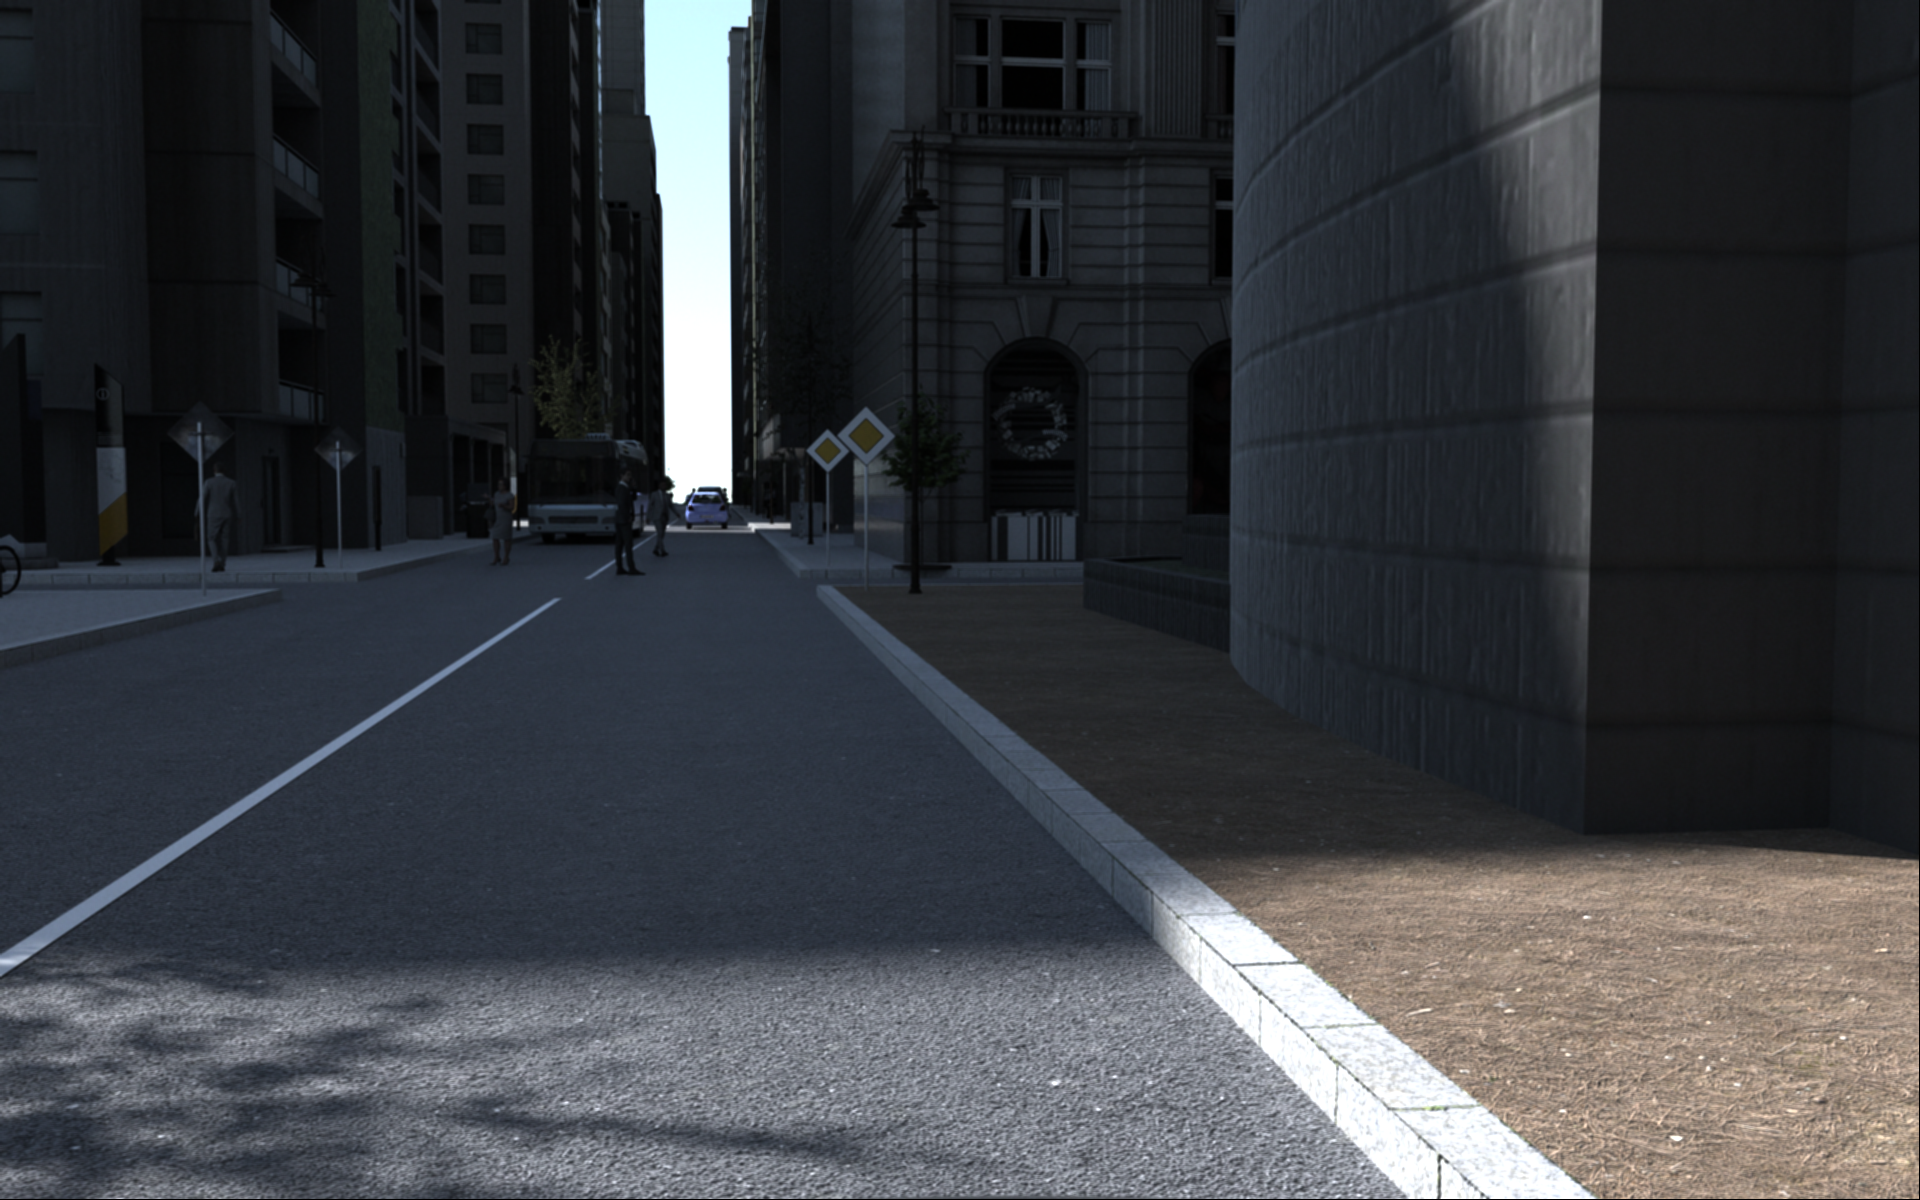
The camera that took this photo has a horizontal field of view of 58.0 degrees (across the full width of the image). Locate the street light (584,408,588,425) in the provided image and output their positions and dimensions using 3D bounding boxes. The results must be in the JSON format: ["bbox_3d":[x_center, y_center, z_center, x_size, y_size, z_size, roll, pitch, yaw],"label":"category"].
[{"bbox_3d":[-19.670,-7.234,91.059,0.468,5.910,1.993,0,4,-8],"label":"street light"}]

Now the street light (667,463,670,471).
[{"bbox_3d":[-42.226,-17.030,251.234,0.468,5.910,1.993,0,4,-8],"label":"street light"}]

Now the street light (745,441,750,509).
[{"bbox_3d":[-14.442,-8.993,119.827,0.468,5.910,1.993,0,4,-8],"label":"street light"}]

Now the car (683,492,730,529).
[{"bbox_3d":[-10.540,-3.820,72.046,1.945,1.707,3.694,-1,4,-9],"label":"car"}]

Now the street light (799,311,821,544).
[{"bbox_3d":[-3.806,-4.356,44.001,0.468,5.910,1.993,0,4,-8],"label":"street light"}]

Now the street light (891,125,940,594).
[{"bbox_3d":[-0.578,-3.022,22.198,0.468,5.910,1.993,0,4,-8],"label":"street light"}]

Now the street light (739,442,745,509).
[{"bbox_3d":[-18.653,-10.856,150.286,0.468,5.910,1.993,0,4,-8],"label":"street light"}]

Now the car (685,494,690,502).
[{"bbox_3d":[-40.074,-15.215,258.355,1.945,1.707,3.694,0,4,-6],"label":"car"}]

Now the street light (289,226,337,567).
[{"bbox_3d":[-11.222,-3.510,30.179,0.468,5.910,1.993,0,4,-8],"label":"street light"}]

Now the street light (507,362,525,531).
[{"bbox_3d":[-15.497,-5.372,60.612,0.468,5.910,1.993,0,4,-8],"label":"street light"}]

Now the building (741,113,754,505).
[{"bbox_3d":[-18.206,-33.667,200.567,14.600,45.320,14.200,0,4,-8],"label":"building"}]

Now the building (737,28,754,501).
[{"bbox_3d":[-9.380,-33.394,165.603,23.786,49.044,30.456,0,4,-8],"label":"building"}]

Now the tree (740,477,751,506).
[{"bbox_3d":[-23.876,-12.121,192.777,1.663,3.219,1.824,0,3,0],"label":"tree"}]

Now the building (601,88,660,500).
[{"bbox_3d":[-47.831,-35.879,210.316,21.300,48.544,21.600,0,4,-8],"label":"building"}]

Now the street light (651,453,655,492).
[{"bbox_3d":[-33.481,-13.232,189.124,0.468,5.910,1.993,0,4,-8],"label":"street light"}]

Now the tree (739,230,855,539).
[{"bbox_3d":[-4.421,-6.049,49.259,4.360,8.622,3.978,0,3,0],"label":"tree"}]

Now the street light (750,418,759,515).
[{"bbox_3d":[-12.306,-8.080,104.899,0.468,5.910,1.993,0,4,-8],"label":"street light"}]

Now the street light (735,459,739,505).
[{"bbox_3d":[-22.993,-12.717,180.710,0.468,5.910,1.993,0,4,-8],"label":"street light"}]

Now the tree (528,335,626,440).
[{"bbox_3d":[-18.096,-7.980,80.838,4.737,8.622,4.395,0,3,0],"label":"tree"}]

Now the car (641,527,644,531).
[{"bbox_3d":[-12.837,-3.444,65.108,1.959,1.807,4.718,-1,4,-9],"label":"car"}]

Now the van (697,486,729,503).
[{"bbox_3d":[-13.458,-5.272,93.213,2.013,2.044,4.112,-1,4,-8],"label":"van"}]

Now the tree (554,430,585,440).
[{"bbox_3d":[-19.619,-6.349,87.518,4.285,4.588,4.351,0,3,0],"label":"tree"}]

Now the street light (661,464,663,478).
[{"bbox_3d":[-37.743,-15.093,219.559,0.468,5.910,1.993,0,4,-8],"label":"street light"}]

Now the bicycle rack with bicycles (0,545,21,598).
[{"bbox_3d":[-12.851,-0.470,21.074,2.852,0.926,2.925,2,4,28],"label":"bicycle rack with bicycles"}]

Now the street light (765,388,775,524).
[{"bbox_3d":[-8.114,-6.218,74.455,0.468,5.910,1.993,0,4,-8],"label":"street light"}]

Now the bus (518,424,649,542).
[{"bbox_3d":[-11.498,-3.634,54.282,2.948,3.499,13.247,0,4,-6],"label":"bus"}]

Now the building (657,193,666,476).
[{"bbox_3d":[-49.874,-36.680,249.829,14.600,45.320,14.200,0,4,-8],"label":"building"}]

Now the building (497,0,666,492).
[{"bbox_3d":[-50.120,-48.514,231.462,20.563,71.187,20.611,0,4,-8],"label":"building"}]

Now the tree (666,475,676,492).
[{"bbox_3d":[-44.831,-17.061,262.663,4.285,4.588,4.351,0,3,0],"label":"tree"}]

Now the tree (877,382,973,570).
[{"bbox_3d":[-0.766,-2.148,29.719,1.663,3.219,1.824,0,3,0],"label":"tree"}]

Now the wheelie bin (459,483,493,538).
[{"bbox_3d":[-14.066,-2.600,50.417,0.980,1.594,0.693,-1,4,-14],"label":"wheelie bin"}]

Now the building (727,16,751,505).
[{"bbox_3d":[-18.927,-41.614,222.388,21.231,58.520,28.212,0,4,-8],"label":"building"}]
